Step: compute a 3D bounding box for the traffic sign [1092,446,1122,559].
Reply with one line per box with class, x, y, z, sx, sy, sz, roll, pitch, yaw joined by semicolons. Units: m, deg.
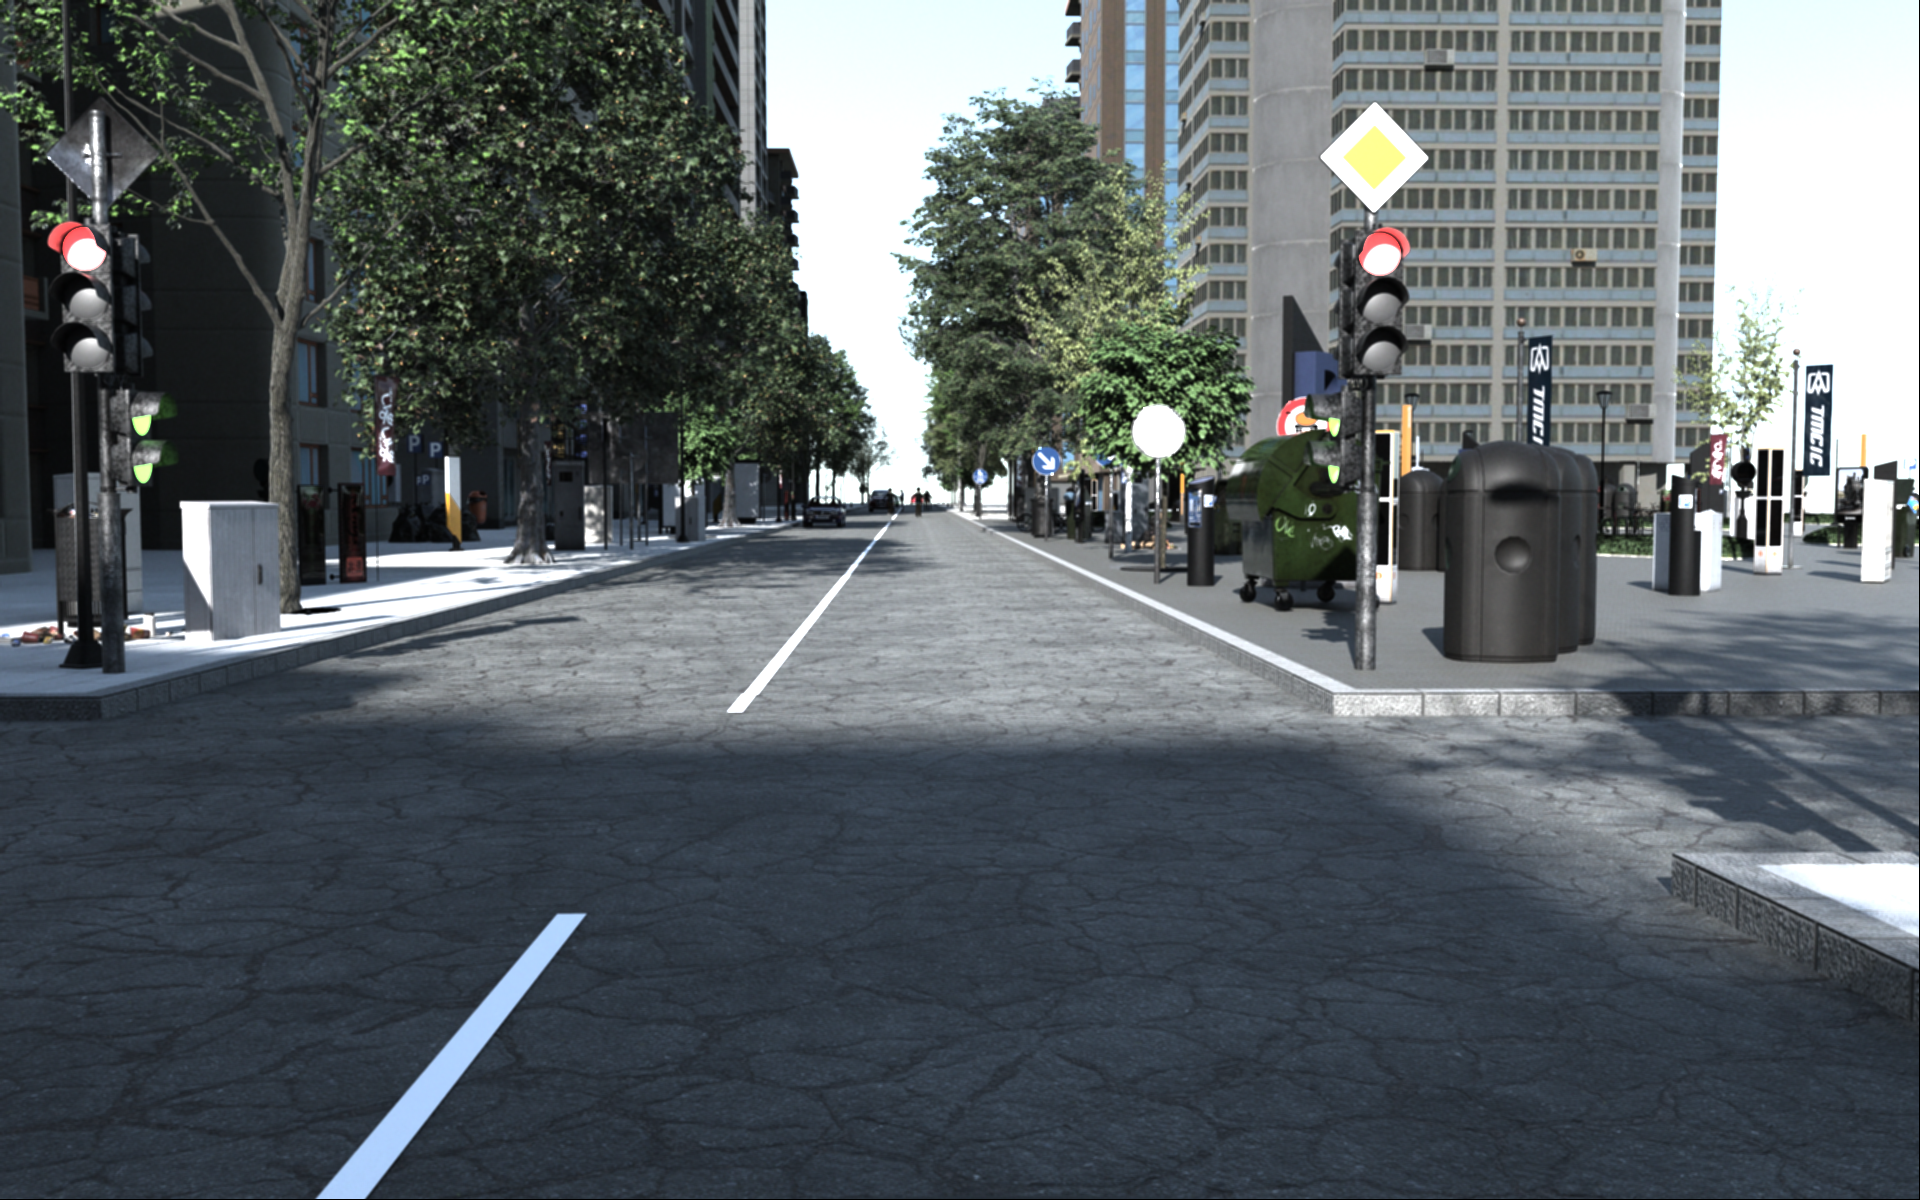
traffic sign;3.007;-2.098;34.409;0.768;2.556;0.104;0;4;6

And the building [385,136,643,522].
building;-28.091;-28.950;97.038;21.300;48.544;21.600;0;4;-2

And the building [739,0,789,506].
building;-29.359;-45.884;188.454;20.563;71.187;20.611;0;4;-2

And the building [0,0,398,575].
building;-29.217;-11.513;33.278;27.650;21.520;28.899;0;4;-2

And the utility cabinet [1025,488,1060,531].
utility cabinet;2.816;-3.089;59.181;1.173;1.500;0.318;1;4;15

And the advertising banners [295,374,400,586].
advertising banners;-8.790;-1.758;24.935;0.090;3.025;2.074;2;4;26

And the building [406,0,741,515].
building;-28.542;-31.139;132.819;21.300;48.544;21.600;0;4;-2

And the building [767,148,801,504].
building;-31.298;-34.217;214.076;22.147;44.769;28.867;0;4;-2

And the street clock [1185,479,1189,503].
street clock;10.700;-4.704;81.478;0.471;2.002;0.358;1;4;19

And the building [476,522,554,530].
building;-27.596;-27.378;71.338;21.300;48.544;21.600;0;4;-2

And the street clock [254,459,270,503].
street clock;-14.228;-1.893;35.520;0.471;2.002;0.358;2;4;33

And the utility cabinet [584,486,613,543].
utility cabinet;-9.618;-2.218;44.936;1.173;1.500;0.318;0;4;-6

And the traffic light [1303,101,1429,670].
traffic light;2.949;-1.447;12.576;0.839;4.253;0.868;0;4;-2

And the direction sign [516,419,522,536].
direction sign;-13.251;-3.688;52.303;0.379;3.537;0.876;-2;4;-26

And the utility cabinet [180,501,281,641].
utility cabinet;-6.525;-0.269;15.555;0.306;1.237;1.020;1;4;12

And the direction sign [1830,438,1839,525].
direction sign;35.718;-4.808;70.609;0.379;3.537;0.876;2;4;30

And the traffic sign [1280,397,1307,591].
traffic sign;4.540;-1.389;22.812;0.768;2.556;0.104;0;4;2

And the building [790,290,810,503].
building;-28.058;-28.427;236.486;14.160;30.474;14.107;0;4;-2

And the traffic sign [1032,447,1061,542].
traffic sign;2.330;-2.853;46.747;0.768;2.556;0.104;0;4;0

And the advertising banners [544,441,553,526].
advertising banners;-13.073;-3.685;56.435;0.090;3.025;2.074;-3;4;-38

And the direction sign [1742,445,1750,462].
direction sign;36.171;-5.375;79.885;0.379;3.537;0.876;0;4;-3

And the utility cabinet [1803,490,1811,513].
utility cabinet;40.882;-4.601;83.909;0.318;1.500;1.173;3;5;44

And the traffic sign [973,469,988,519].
traffic sign;1.027;-5.354;87.651;0.768;2.556;0.104;0;4;0

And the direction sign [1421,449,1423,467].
direction sign;23.334;-5.842;87.510;0.379;3.537;0.876;1;4;15

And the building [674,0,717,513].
building;-24.064;-26.407;115.347;14.154;41.232;14.086;0;4;-2

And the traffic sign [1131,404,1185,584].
traffic sign;2.825;-1.507;24.751;0.768;2.556;0.104;0;4;1

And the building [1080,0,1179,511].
building;15.822;-28.688;119.166;14.600;45.320;14.200;0;4;-2

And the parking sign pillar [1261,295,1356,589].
parking sign pillar;4.942;-2.178;24.075;1.447;3.967;1.447;3;4;36

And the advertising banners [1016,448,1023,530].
advertising banners;2.520;-4.043;62.286;0.090;3.025;2.074;2;4;35

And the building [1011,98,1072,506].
building;13.882;-33.444;196.925;14.600;45.320;14.200;0;4;-2

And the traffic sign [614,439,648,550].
traffic sign;-7.595;-2.439;39.981;0.768;2.556;0.104;0;4;0

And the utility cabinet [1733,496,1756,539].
utility cabinet;21.827;-2.229;47.604;1.020;1.237;0.306;0;4;-2

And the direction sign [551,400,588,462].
direction sign;-9.379;-3.038;41.662;0.876;3.537;0.379;0;4;-3

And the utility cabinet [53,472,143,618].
utility cabinet;-9.013;-0.577;18.117;0.318;1.500;1.173;0;4;2

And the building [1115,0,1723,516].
building;25.773;-24.993;100.523;32.217;40.220;23.993;0;4;-2

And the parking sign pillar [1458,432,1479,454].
parking sign pillar;22.034;-5.262;74.506;1.447;3.967;1.447;-2;4;-31

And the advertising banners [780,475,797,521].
advertising banners;-8.453;-5.403;84.533;0.090;3.025;2.074;-2;4;-30

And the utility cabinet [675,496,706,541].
utility cabinet;-7.368;-2.210;47.297;1.020;1.237;0.306;3;5;44

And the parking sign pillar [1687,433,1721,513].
parking sign pillar;33.057;-5.415;77.010;1.447;3.967;1.447;0;4;0

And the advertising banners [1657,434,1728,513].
advertising banners;21.520;-3.348;50.920;0.090;3.025;2.074;-3;5;-40

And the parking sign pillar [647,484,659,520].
parking sign pillar;-14.983;-5.975;86.166;1.447;3.967;1.447;1;4;20

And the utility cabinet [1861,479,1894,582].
utility cabinet;13.467;-1.022;25.391;0.318;1.500;1.173;2;4;33

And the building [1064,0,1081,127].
building;19.954;-29.735;140.796;22.147;44.769;28.867;0;4;-2

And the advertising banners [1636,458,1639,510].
advertising banners;32.289;-5.283;82.557;0.090;3.025;2.074;1;4;23

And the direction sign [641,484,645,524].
direction sign;-13.377;-4.970;73.249;0.876;3.537;0.379;2;4;33

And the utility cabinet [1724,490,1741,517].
utility cabinet;37.441;-4.582;83.600;1.173;1.500;0.318;0;4;-3

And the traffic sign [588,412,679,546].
traffic sign;-8.098;-3.000;42.930;2.265;3.308;0.079;0;4;4

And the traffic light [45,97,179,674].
traffic light;-6.059;-1.431;12.317;0.839;4.253;0.868;0;4;-2

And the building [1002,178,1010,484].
building;17.130;-35.357;232.710;22.147;44.769;28.867;0;4;-2

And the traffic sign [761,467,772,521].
traffic sign;-9.186;-4.949;81.028;0.768;2.556;0.104;0;4;0
